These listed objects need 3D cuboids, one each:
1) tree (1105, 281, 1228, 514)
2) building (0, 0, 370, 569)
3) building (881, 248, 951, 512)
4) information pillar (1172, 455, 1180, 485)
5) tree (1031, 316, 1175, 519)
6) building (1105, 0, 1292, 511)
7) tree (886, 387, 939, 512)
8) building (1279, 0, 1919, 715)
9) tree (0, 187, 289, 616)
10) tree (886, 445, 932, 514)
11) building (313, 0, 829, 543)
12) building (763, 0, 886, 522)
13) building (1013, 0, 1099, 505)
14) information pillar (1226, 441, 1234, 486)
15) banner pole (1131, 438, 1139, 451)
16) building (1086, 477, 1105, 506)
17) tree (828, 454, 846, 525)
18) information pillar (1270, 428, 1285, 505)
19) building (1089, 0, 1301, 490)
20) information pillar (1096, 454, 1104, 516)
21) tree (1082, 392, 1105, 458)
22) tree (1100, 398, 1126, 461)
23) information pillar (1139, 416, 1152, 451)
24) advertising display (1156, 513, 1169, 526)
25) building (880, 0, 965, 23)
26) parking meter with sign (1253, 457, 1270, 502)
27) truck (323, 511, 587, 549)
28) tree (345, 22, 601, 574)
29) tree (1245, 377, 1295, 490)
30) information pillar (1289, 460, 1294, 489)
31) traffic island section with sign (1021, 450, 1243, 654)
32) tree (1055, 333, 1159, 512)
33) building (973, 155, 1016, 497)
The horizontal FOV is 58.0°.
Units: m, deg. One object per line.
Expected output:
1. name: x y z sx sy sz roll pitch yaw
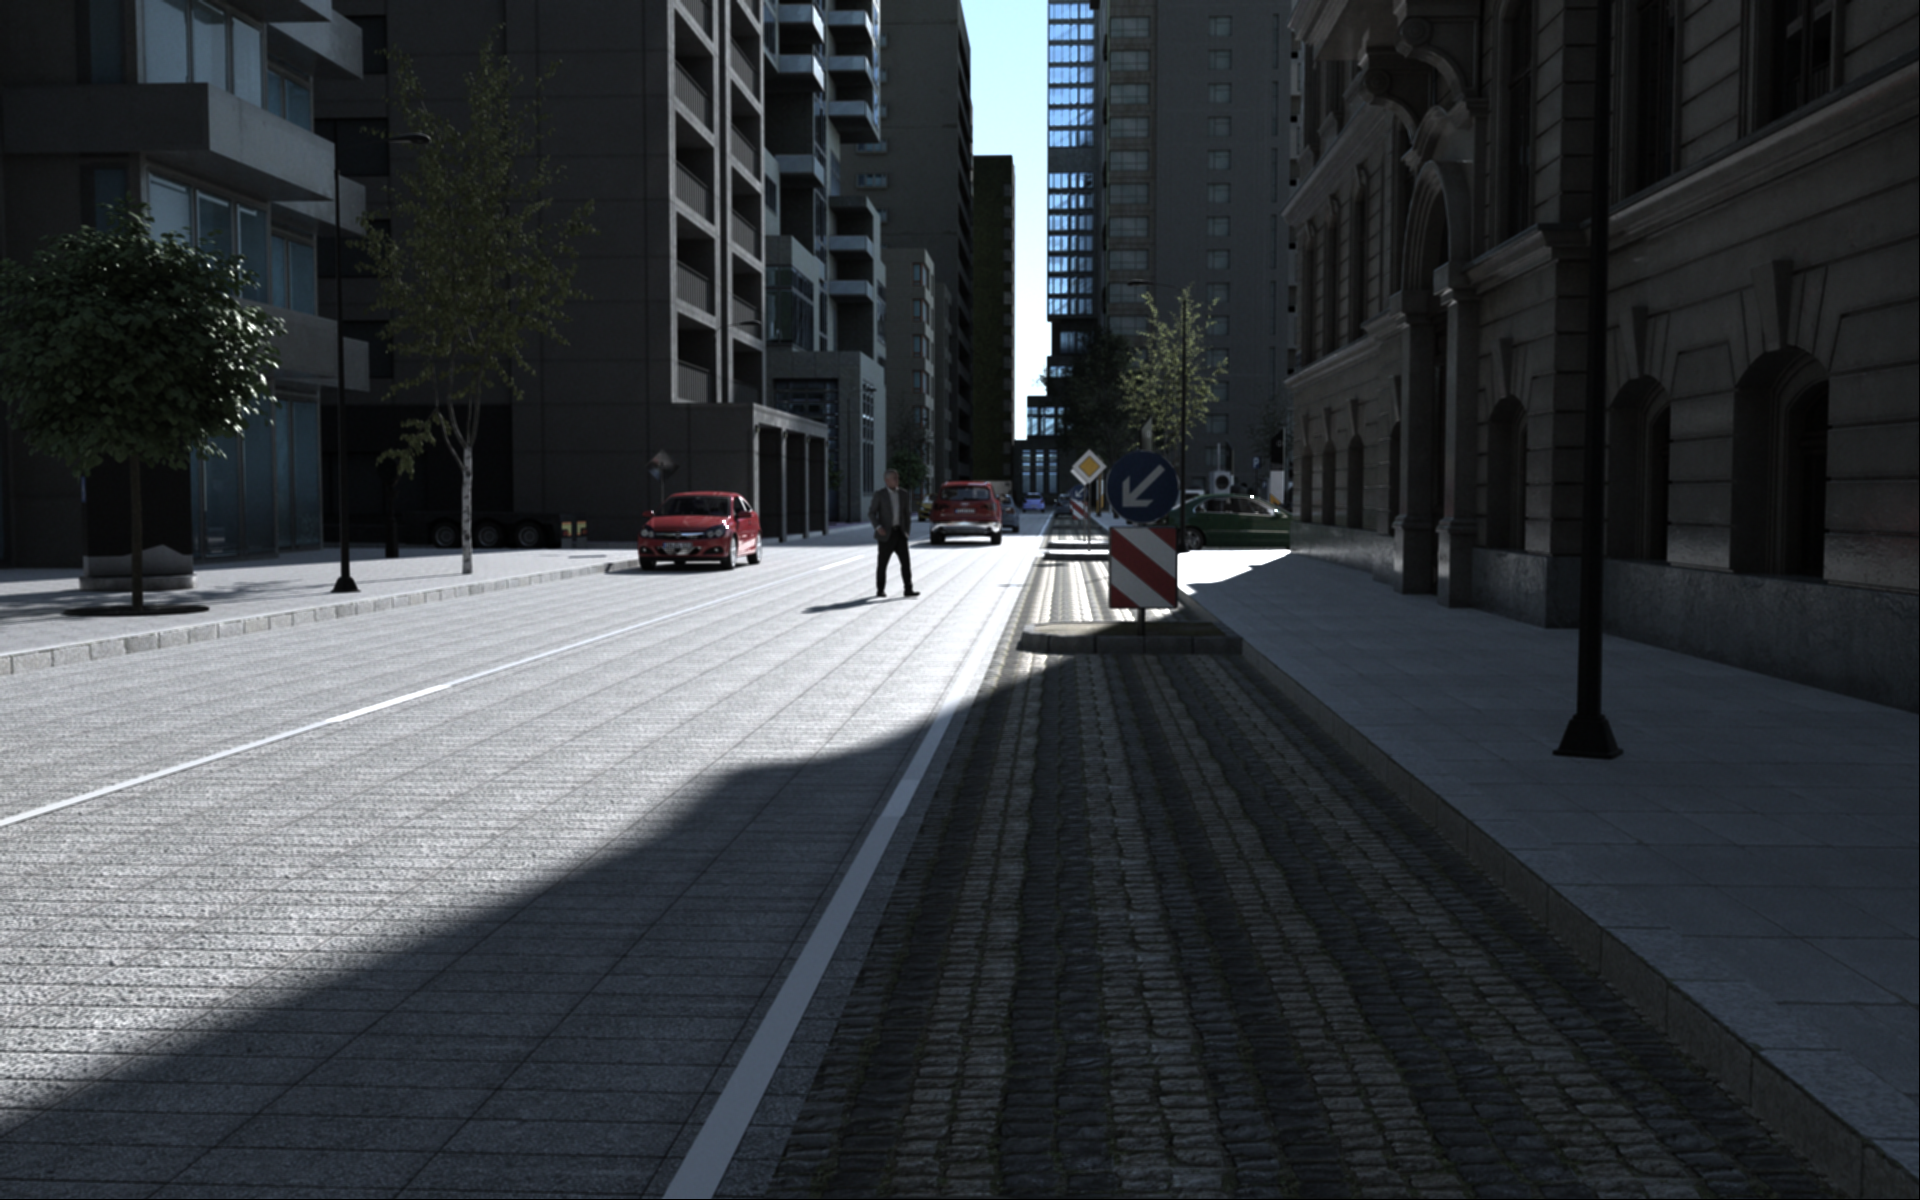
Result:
1. tree: 7.365 -6.747 60.679 4.360 8.622 3.978 0 3 0
2. building: -27.809 -25.057 29.291 30.456 49.044 23.786 0 4 3
3. building: -15.401 -17.868 137.175 27.650 21.520 28.899 0 4 3
4. information pillar: 12.945 -6.882 103.880 0.504 3.616 0.183 0 4 1
5. tree: 7.928 -9.561 90.742 7.601 10.594 8.767 2 4 33
6. building: 18.849 -27.921 140.101 14.154 41.232 14.086 0 4 3
7. tree: -3.435 -10.293 118.652 4.360 8.622 3.978 0 3 0
8. building: 11.374 -12.289 20.009 14.460 24.649 34.723 0 4 3
9. tree: -9.033 -2.139 18.692 4.285 4.588 4.351 0 3 0
10. tree: -3.510 -7.915 113.127 4.285 4.588 4.351 0 3 0
11. building: -15.103 -37.734 55.208 20.563 71.187 20.611 0 4 3
12. building: -14.715 -47.653 91.797 22.319 86.520 31.000 0 4 3
13. building: 22.473 -55.089 213.383 31.000 86.520 22.319 0 4 3
14. information pillar: 11.789 -5.166 75.813 0.183 3.616 0.504 -2 4 -26
15. banner pole: 7.905 -5.357 77.598 0.401 3.779 0.863 -3 5 -43
16. building: 23.784 -45.617 184.095 20.563 71.187 20.611 0 4 3
17. tree: -5.536 -4.740 72.099 1.663 3.219 1.824 0 3 0
18. information pillar: 11.228 -4.274 61.234 0.504 3.616 0.183 2 4 27
19. building: 26.469 -34.914 160.088 28.713 52.752 27.495 0 4 3
20. information pillar: 8.080 -6.653 100.127 0.504 3.616 0.183 -2 4 -35
21. tree: 9.819 -9.773 110.150 4.360 8.622 3.978 0 3 0
22. tree: 11.631 -11.033 130.744 4.737 8.622 4.395 0 3 0
23. information pillar: 5.542 -3.689 51.673 0.504 3.616 0.183 -3 5 -42
24. advertising display: 4.212 -1.883 35.999 0.123 1.923 0.974 1 4 15
25. building: -10.198 -32.906 161.722 21.300 48.544 21.600 0 4 3
26. parking meter with sign: 14.641 -5.221 81.622 1.738 3.016 0.543 -2 4 -28
27. truck: -19.098 -3.329 44.193 18.799 4.110 2.967 0 4 3
28. tree: -7.926 -4.739 27.847 4.737 8.622 4.395 0 3 0
29. tree: 19.690 -9.671 108.488 4.360 8.622 3.978 0 3 0
30. information pillar: 22.518 -7.714 117.486 0.504 3.616 0.183 0 4 5
31. traffic island section with sign: 1.581 -0.473 16.356 1.989 1.847 2.006 0 4 3
32. tree: 10.468 -12.506 122.597 7.486 12.596 7.792 0 3 0
33. building: -0.275 -32.316 211.953 14.086 41.232 14.154 0 4 3
